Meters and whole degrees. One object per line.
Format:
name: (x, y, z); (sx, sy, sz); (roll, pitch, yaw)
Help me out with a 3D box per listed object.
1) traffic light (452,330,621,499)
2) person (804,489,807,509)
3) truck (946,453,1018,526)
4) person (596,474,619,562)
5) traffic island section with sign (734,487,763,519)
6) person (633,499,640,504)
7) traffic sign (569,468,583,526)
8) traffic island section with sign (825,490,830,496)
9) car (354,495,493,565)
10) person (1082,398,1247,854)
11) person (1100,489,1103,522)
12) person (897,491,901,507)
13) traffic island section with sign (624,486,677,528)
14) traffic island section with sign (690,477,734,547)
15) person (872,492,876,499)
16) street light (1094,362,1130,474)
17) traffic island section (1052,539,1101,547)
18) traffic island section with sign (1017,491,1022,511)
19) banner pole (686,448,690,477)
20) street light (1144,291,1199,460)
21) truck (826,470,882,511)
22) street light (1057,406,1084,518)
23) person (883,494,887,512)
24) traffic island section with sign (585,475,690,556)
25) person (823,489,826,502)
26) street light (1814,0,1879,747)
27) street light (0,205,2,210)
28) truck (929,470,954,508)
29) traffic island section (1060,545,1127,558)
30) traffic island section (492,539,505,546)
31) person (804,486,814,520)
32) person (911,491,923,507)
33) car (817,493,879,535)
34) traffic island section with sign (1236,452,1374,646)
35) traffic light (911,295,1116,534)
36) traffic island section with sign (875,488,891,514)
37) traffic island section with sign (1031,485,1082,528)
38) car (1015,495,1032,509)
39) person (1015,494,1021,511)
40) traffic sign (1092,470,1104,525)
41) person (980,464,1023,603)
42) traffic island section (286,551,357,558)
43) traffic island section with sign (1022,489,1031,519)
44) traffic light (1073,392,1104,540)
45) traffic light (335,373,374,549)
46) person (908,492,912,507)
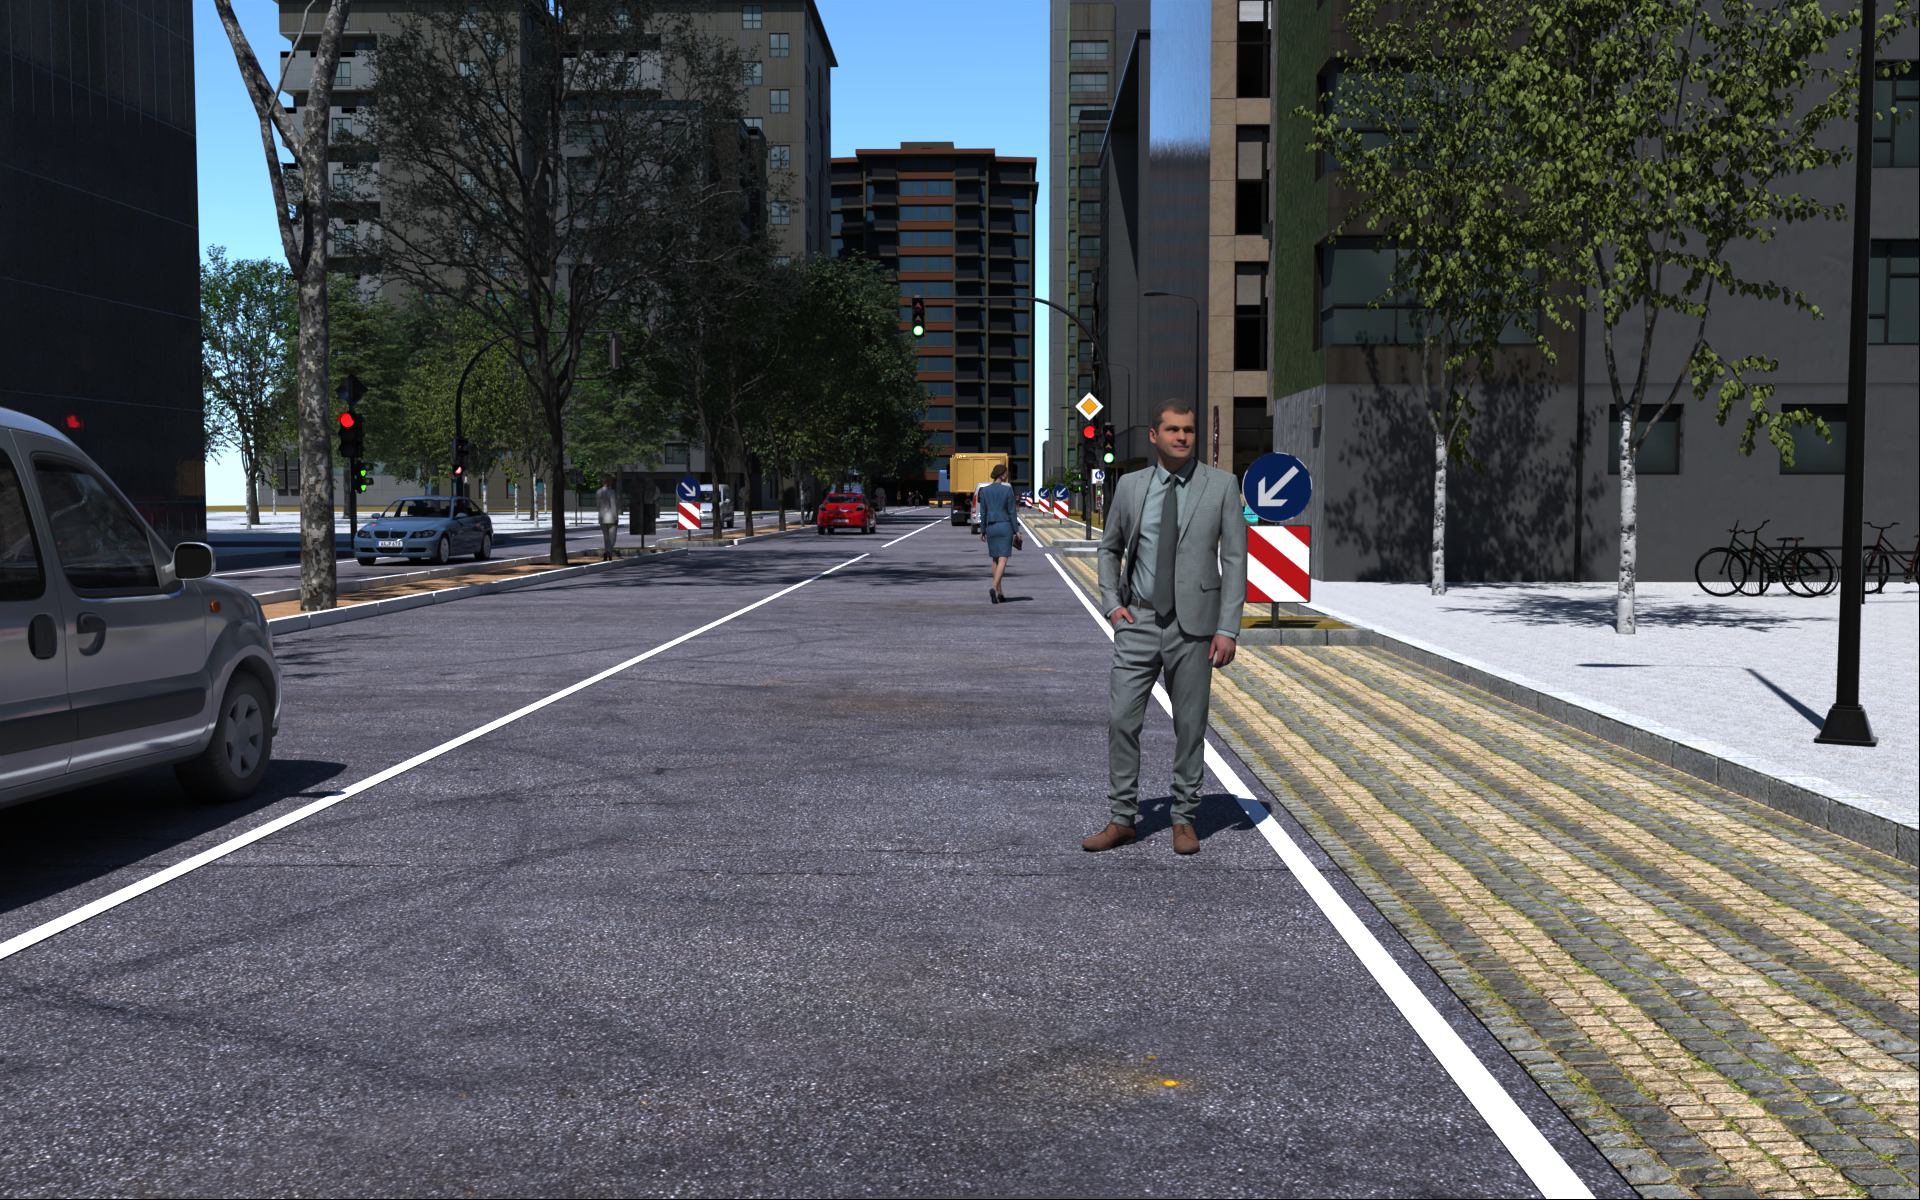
traffic light: (-11.821, -4.496, 48.183); (4.771, 5.953, 1.251); (0, 4, 1)
person: (-13.556, -8.991, 153.576); (0.750, 1.759, 0.617); (3, 4, 37)
truck: (0.969, -5.192, 80.813); (3.469, 3.379, 9.791); (0, 4, 2)
person: (-7.074, -1.609, 34.689); (0.514, 1.842, 0.818); (1, 4, 10)
traffic island section with sign: (-12.490, -5.610, 100.357); (1.989, 1.847, 2.006); (0, 4, 1)
person: (-16.852, -5.217, 90.697); (0.648, 1.900, 0.474); (-3, 5, -45)
traffic sign: (-15.271, -4.082, 68.868); (0.606, 2.300, 0.079); (1, 4, 9)
traffic island section with sign: (-11.363, -8.703, 150.927); (1.989, 1.847, 2.006); (0, 4, 1)
car: (-11.175, -1.491, 36.380); (2.014, 1.417, 4.499); (0, 4, 2)
person: (0.835, 0.098, 6.994); (0.635, 1.810, 0.391); (1, 4, 13)
person: (6.682, -4.400, 80.572); (0.503, 1.515, 0.523); (1, 4, 11)
person: (-6.571, -10.918, 187.110); (0.705, 1.812, 1.348); (0, 4, 3)
traffic island section with sign: (-13.080, -3.962, 73.408); (1.989, 1.847, 2.006); (0, 4, 1)
traffic island section with sign: (-7.370, -2.428, 47.841); (2.006, 1.907, 1.989); (0, 4, 1)
person: (-9.851, -11.536, 198.026); (0.541, 1.710, 0.530); (-1, 4, -8)
street light: (5.388, -5.404, 60.905); (1.470, 5.913, 1.316); (0, 4, 1)
traffic island section: (3.583, -1.569, 47.940); (2.009, 0.180, 2.903); (0, 4, 1)
traffic island section with sign: (5.835, -8.631, 149.737); (1.989, 1.847, 2.006); (0, 4, 1)
banner pole: (-14.638, -6.319, 93.333); (0.401, 3.779, 0.863); (0, 4, 8)
street light: (4.893, -4.108, 39.704); (1.470, 5.913, 1.316); (0, 4, 1)
truck: (-8.154, -9.045, 137.636); (2.967, 4.110, 18.799); (0, 4, 2)
street light: (6.019, -7.300, 91.891); (1.470, 5.913, 1.316); (0, 4, 1)
person: (-5.792, -7.296, 131.008); (0.599, 1.433, 0.991); (2, 4, 32)
traffic island section with sign: (-7.542, -1.975, 40.436); (2.006, 1.907, 1.989); (0, 4, 1)
person: (-13.473, -10.185, 172.595); (1.348, 1.821, 0.705); (2, 4, 31)
street light: (4.046, -2.218, 8.801); (1.470, 5.913, 1.316); (0, 4, 1)
street light: (-15.916, -3.372, 27.673); (1.470, 5.913, 1.316); (0, 4, 1)
truck: (-1.534, -12.164, 188.634); (2.967, 4.110, 18.799); (0, 4, 3)
traffic island section: (3.407, -1.081, 39.957); (2.009, 0.180, 2.903); (0, 4, 1)
traffic island section: (-13.954, -1.593, 48.329); (2.009, 0.180, 2.903); (0, 4, 1)
person: (-8.107, -5.125, 92.145); (0.661, 1.843, 0.795); (-3, 5, -45)
person: (-4.613, -10.862, 186.098); (1.348, 1.822, 0.705); (1, 4, 18)
car: (-4.057, -3.274, 62.571); (2.155, 1.783, 4.494); (0, 4, 3)
traffic island section with sign: (2.916, -0.523, 17.185); (1.989, 1.847, 2.006); (0, 4, 1)
traffic light: (1.274, -3.980, 39.749); (4.771, 5.953, 1.251); (0, 4, 1)
traffic island section with sign: (-5.727, -7.023, 122.962); (2.006, 1.907, 1.989); (0, 4, 1)
traffic island section with sign: (4.154, -3.970, 73.540); (1.989, 1.847, 2.006); (0, 4, 1)
car: (5.974, -9.392, 166.132); (1.945, 1.354, 3.894); (0, 4, 0)
person: (4.751, -7.979, 142.184); (0.421, 1.427, 0.697); (-1, 4, -13)
traffic sign: (5.771, -4.260, 71.783); (0.606, 2.300, 0.079); (0, 4, 7)
person: (0.483, -0.873, 22.805); (0.581, 1.822, 0.654); (2, 4, 35)
traffic island section: (-14.130, -1.105, 40.346); (2.009, 0.180, 2.903); (0, 4, 1)
traffic island section with sign: (4.744, -5.618, 100.488); (1.989, 1.847, 2.006); (0, 4, 1)
traffic light: (3.543, -3.603, 47.827); (0.839, 4.253, 0.868); (0, 4, 1)
traffic light: (-14.090, -3.137, 40.211); (0.839, 4.253, 0.868); (0, 4, 1)
person: (-5.446, -11.036, 189.734); (0.445, 1.727, 0.742); (1, 4, 12)
